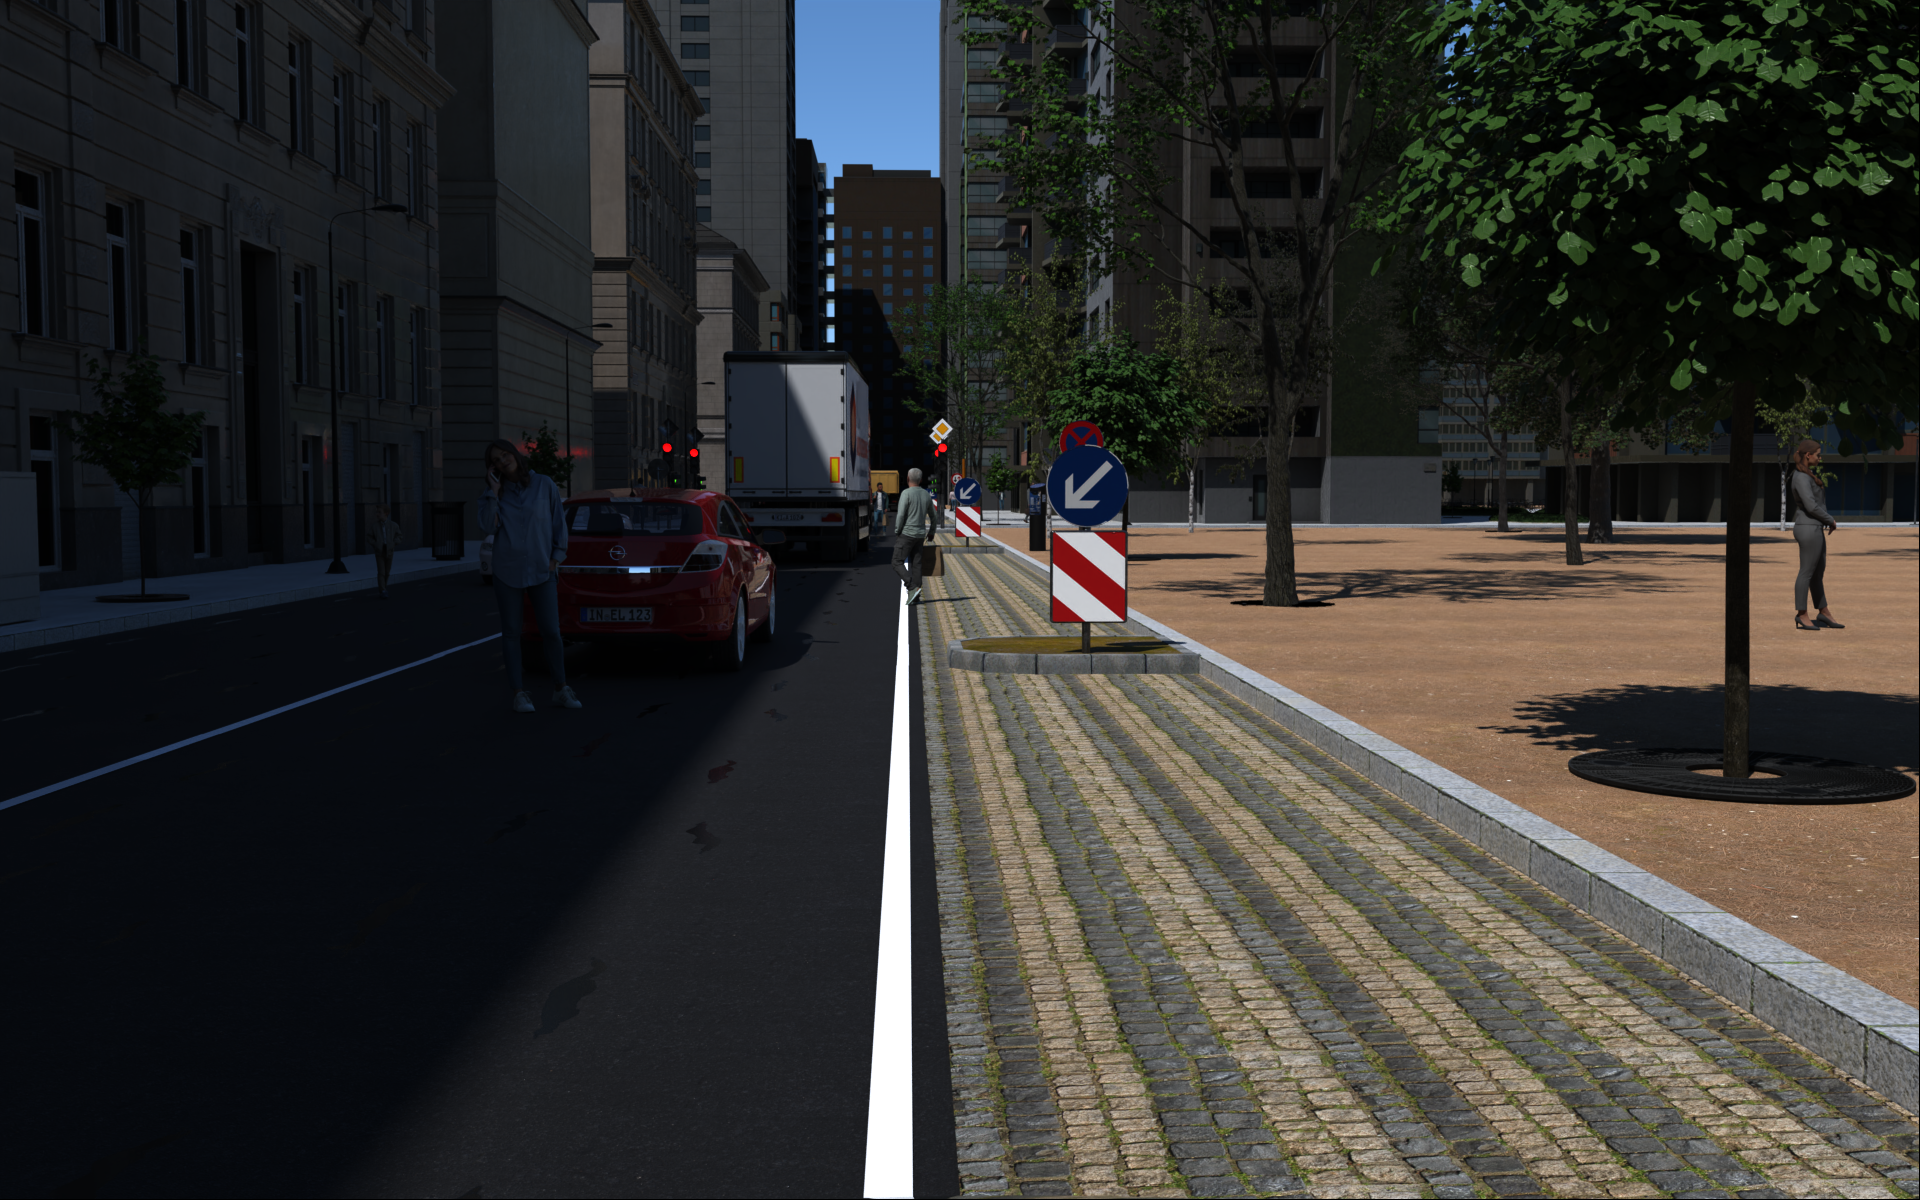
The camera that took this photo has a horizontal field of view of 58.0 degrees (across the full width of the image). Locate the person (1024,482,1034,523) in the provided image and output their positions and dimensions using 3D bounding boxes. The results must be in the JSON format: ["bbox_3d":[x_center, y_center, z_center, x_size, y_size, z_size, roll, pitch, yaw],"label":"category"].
[{"bbox_3d":[3.202,-4.310,76.605,0.767,1.812,0.694,2,4,27],"label":"person"}]

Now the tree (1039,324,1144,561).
[{"bbox_3d":[3.229,-3.052,33.612,4.285,4.588,4.351,0,3,0],"label":"tree"}]

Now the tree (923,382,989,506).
[{"bbox_3d":[-0.201,-9.934,112.782,4.360,8.622,3.978,0,3,0],"label":"tree"}]

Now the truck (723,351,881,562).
[{"bbox_3d":[-3.420,-3.100,39.591,2.839,4.237,11.283,0,4,0],"label":"truck"}]

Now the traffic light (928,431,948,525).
[{"bbox_3d":[-0.910,-5.089,72.128,0.839,4.253,0.868,0,4,-2],"label":"traffic light"}]

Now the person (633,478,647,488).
[{"bbox_3d":[-10.980,-3.264,59.252,0.661,1.843,0.795,0,4,7],"label":"person"}]

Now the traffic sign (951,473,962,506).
[{"bbox_3d":[-0.164,-6.354,103.987,0.768,2.556,0.104,0,4,5],"label":"traffic sign"}]

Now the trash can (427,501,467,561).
[{"bbox_3d":[-9.920,-1.339,33.540,0.748,1.137,0.748,0,3,0],"label":"trash can"}]

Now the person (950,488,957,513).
[{"bbox_3d":[-0.351,-6.692,116.120,0.731,1.740,0.598,0,4,3],"label":"person"}]

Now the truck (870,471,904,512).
[{"bbox_3d":[-6.304,-8.898,141.402,3.469,3.379,9.791,0,4,-2],"label":"truck"}]

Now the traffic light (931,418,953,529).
[{"bbox_3d":[-0.666,-4.601,64.146,0.839,4.253,0.868,0,4,-2],"label":"traffic light"}]

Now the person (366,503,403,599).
[{"bbox_3d":[-7.903,-0.675,23.808,0.475,1.303,0.640,-2,4,-32],"label":"person"}]

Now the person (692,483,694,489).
[{"bbox_3d":[-12.976,-4.784,84.288,0.654,1.822,0.581,3,4,39],"label":"person"}]

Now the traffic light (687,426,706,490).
[{"bbox_3d":[-10.966,-5.069,71.806,0.839,4.253,0.868,0,4,-2],"label":"traffic light"}]

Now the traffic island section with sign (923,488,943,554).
[{"bbox_3d":[0.057,-2.056,42.238,1.989,1.847,2.006,0,4,-2],"label":"traffic island section with sign"}]

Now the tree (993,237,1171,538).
[{"bbox_3d":[2.760,-6.102,50.137,4.737,8.622,4.395,0,3,0],"label":"tree"}]

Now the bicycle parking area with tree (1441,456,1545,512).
[{"bbox_3d":[42.900,-9.472,141.871,9.016,4.147,8.231,3,5,42],"label":"bicycle parking area with tree"}]

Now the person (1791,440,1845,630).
[{"bbox_3d":[8.132,-0.614,16.357,0.573,1.790,0.520,1,4,11],"label":"person"}]

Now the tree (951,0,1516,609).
[{"bbox_3d":[3.749,-5.748,19.727,9.928,11.665,9.643,0,3,0],"label":"tree"}]

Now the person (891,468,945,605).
[{"bbox_3d":[-0.520,-0.831,22.574,0.515,1.767,0.782,3,5,44],"label":"person"}]

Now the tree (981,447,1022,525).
[{"bbox_3d":[1.580,-4.705,71.530,1.663,3.219,1.824,0,3,0],"label":"tree"}]

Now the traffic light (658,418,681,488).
[{"bbox_3d":[-10.722,-4.581,63.825,0.839,4.253,0.868,0,4,-2],"label":"traffic light"}]

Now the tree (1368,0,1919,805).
[{"bbox_3d":[3.594,-1.466,7.680,4.285,4.588,4.351,0,3,0],"label":"tree"}]

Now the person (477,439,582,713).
[{"bbox_3d":[-2.849,-0.164,11.451,0.793,1.790,0.793,-3,5,-45],"label":"person"}]

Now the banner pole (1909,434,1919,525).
[{"bbox_3d":[40.319,-5.048,72.553,0.863,3.779,0.401,1,4,14],"label":"banner pole"}]

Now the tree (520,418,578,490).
[{"bbox_3d":[-10.550,-3.045,44.385,1.663,3.219,1.824,0,3,0],"label":"tree"}]

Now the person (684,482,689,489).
[{"bbox_3d":[-11.521,-4.112,73.556,0.520,1.790,0.573,2,4,25],"label":"person"}]

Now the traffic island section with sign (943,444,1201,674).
[{"bbox_3d":[0.892,-0.367,14.621,1.989,1.847,2.006,0,4,-2],"label":"traffic island section with sign"}]

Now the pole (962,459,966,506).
[{"bbox_3d":[0.238,-6.519,100.422,0.158,3.312,0.155,0,3,0],"label":"pole"}]

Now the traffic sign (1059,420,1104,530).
[{"bbox_3d":[2.096,-1.823,29.906,0.768,2.556,0.104,0,4,7],"label":"traffic sign"}]

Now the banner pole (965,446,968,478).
[{"bbox_3d":[0.329,-6.183,91.108,0.401,3.779,0.863,0,4,-4],"label":"banner pole"}]

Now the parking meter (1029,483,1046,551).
[{"bbox_3d":[1.749,-1.870,38.988,0.372,1.533,0.369,0,3,0],"label":"parking meter"}]

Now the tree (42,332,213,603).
[{"bbox_3d":[-9.735,-1.601,20.773,1.663,3.219,1.824,0,3,0],"label":"tree"}]

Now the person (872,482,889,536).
[{"bbox_3d":[-2.656,-3.056,58.444,0.794,1.824,0.713,1,4,21],"label":"person"}]

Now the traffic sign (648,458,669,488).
[{"bbox_3d":[-10.794,-3.782,61.935,0.768,2.556,0.104,0,4,5],"label":"traffic sign"}]

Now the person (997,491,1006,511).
[{"bbox_3d":[3.169,-7.700,132.287,0.623,1.781,0.721,-1,4,-21],"label":"person"}]
